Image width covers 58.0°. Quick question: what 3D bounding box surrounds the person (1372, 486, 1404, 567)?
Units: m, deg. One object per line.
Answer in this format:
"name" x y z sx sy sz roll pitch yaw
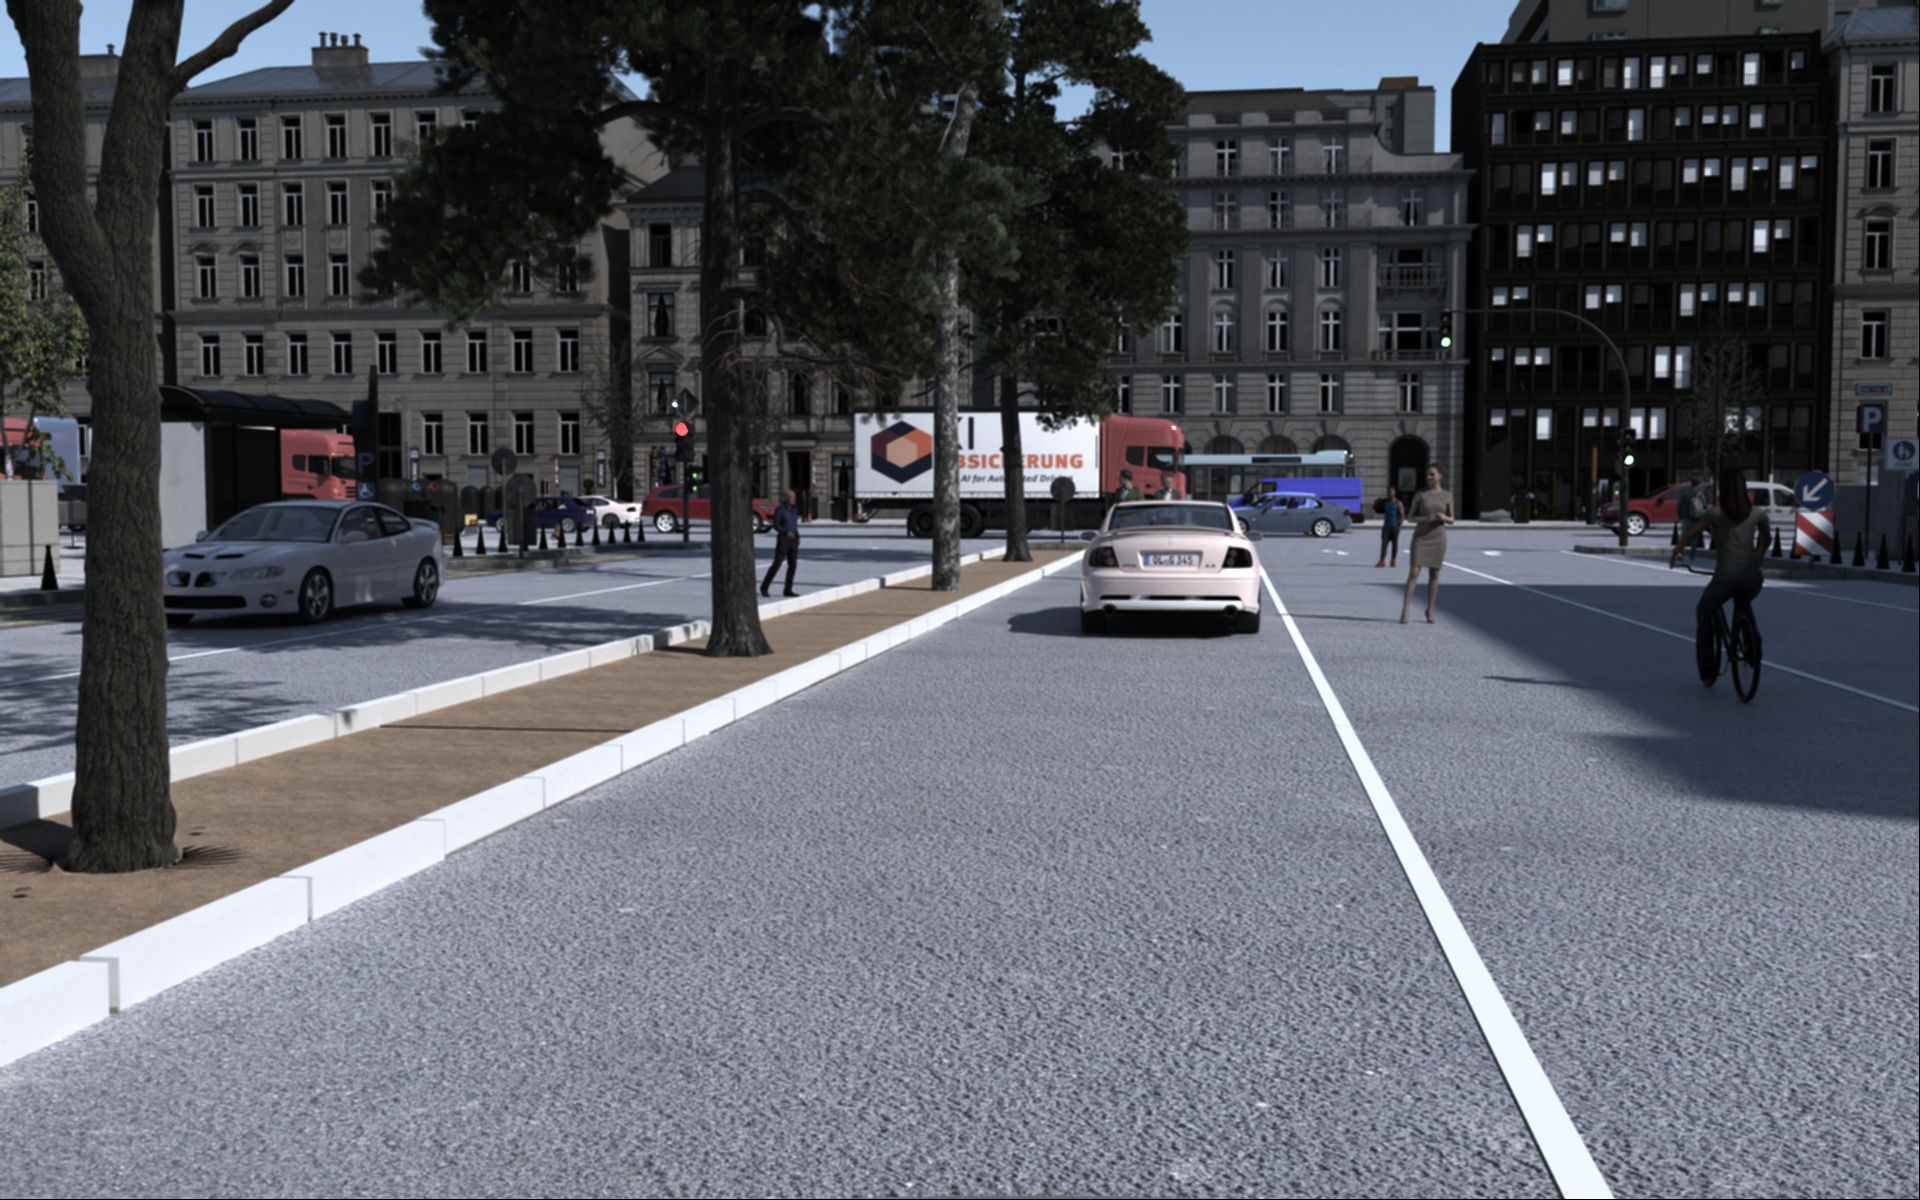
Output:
"person" 8.410 -1.453 34.123 0.647 1.594 0.662 2 4 26

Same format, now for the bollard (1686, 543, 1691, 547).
"bollard" 17.666 -1.590 42.043 0.229 0.601 0.229 0 3 0

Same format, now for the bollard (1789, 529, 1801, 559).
"bollard" 16.477 -1.107 34.140 0.229 0.601 0.229 0 3 0

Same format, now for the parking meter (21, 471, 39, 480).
"parking meter" -23.231 -2.302 43.357 0.399 1.863 0.255 -1 4 -17

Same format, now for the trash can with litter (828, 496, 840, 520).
"trash can with litter" -6.120 -4.516 85.216 0.624 1.170 1.055 0 4 5

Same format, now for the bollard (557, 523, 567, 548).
"bollard" -9.469 -1.537 41.176 0.229 0.601 0.229 0 3 0

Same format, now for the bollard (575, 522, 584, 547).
"bollard" -9.296 -1.606 42.299 0.229 0.601 0.229 0 3 0

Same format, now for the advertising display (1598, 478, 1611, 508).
"advertising display" 26.625 -4.058 71.567 0.123 1.923 0.974 0 4 -3

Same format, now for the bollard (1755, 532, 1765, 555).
"bollard" 16.812 -1.245 36.396 0.229 0.601 0.229 0 3 0

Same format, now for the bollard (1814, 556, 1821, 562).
"bollard" 16.300 -1.037 33.004 0.229 0.601 0.229 0 3 0

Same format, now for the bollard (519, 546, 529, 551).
"bollard" -9.807 -1.400 38.934 0.229 0.601 0.229 0 3 0

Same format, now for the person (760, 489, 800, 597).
"person" -2.427 -0.788 24.077 0.574 1.496 0.600 -2 4 -28

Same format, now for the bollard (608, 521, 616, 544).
"bollard" -8.962 -1.744 44.562 0.229 0.601 0.229 0 3 0

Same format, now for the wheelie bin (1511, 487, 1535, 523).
"wheelie bin" 24.612 -4.148 75.727 0.980 1.594 0.693 1 4 11

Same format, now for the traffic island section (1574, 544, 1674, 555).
"traffic island section" 16.243 -1.230 42.391 2.009 0.180 2.903 1 4 9

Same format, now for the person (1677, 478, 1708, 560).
"person" 15.813 -1.748 37.422 0.623 1.781 0.721 2 4 24

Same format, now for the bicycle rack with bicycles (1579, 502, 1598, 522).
"bicycle rack with bicycles" 29.263 -3.960 78.122 2.852 0.926 2.925 -1 4 -16

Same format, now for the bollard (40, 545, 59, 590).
"bollard" -12.194 -0.437 23.180 0.229 0.601 0.229 0 3 0

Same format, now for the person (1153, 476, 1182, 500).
"person" 3.982 -1.479 33.081 0.661 1.777 0.834 0 4 -3

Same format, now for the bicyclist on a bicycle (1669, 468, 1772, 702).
"bicyclist on a bicycle" 5.483 -0.144 12.376 1.499 1.676 1.625 1 4 10

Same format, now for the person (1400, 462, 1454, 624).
"person" 5.192 -0.635 19.219 0.599 1.781 0.374 0 4 6

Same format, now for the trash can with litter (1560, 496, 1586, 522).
"trash can with litter" 28.704 -4.298 81.323 2.233 1.210 1.678 -3 5 -42

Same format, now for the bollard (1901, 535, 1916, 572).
"bollard" 15.619 -0.761 28.490 0.229 0.601 0.229 0 3 0

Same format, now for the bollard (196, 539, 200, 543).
"bollard" -11.678 -0.644 26.564 0.229 0.601 0.229 0 3 0

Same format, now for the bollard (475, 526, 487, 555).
"bollard" -10.150 -1.262 36.678 0.229 0.601 0.229 0 3 0

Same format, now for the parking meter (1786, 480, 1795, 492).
"parking meter" 34.830 -4.088 72.551 0.399 1.863 0.255 1 4 18

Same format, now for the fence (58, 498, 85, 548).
"fence" -21.204 -1.767 40.096 0.480 1.192 2.264 0 4 6

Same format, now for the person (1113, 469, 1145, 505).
"person" 2.739 -1.234 28.582 0.656 1.842 0.836 0 4 1

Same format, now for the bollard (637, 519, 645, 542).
"bollard" -8.619 -1.881 46.803 0.229 0.601 0.229 0 3 0

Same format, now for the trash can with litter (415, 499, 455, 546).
"trash can with litter" -13.020 -1.926 42.871 0.624 1.170 1.055 3 4 38

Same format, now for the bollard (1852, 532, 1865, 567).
"bollard" 15.960 -0.899 30.745 0.229 0.601 0.229 0 3 0

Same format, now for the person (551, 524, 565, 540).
"person" -11.919 -1.980 51.342 0.381 0.543 0.357 0 4 -3

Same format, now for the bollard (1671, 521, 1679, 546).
"bollard" 17.834 -1.659 43.164 0.229 0.601 0.229 0 3 0

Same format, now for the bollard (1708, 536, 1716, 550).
"bollard" 17.326 -1.452 39.789 0.229 0.601 0.229 0 3 0

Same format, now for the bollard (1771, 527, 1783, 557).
"bollard" 16.644 -1.176 35.275 0.229 0.601 0.229 0 3 0

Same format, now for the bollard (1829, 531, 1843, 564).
"bollard" 16.130 -0.969 31.877 0.229 0.601 0.229 0 3 0

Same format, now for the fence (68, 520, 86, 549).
"fence" -20.242 -1.582 41.247 0.278 0.683 2.069 2 4 26

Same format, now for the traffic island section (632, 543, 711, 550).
"traffic island section" -7.281 -1.447 45.939 2.009 0.180 2.903 1 4 9

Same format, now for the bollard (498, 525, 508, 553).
"bollard" -9.982 -1.331 37.799 0.229 0.601 0.229 0 3 0

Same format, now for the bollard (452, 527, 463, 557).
"bollard" -10.315 -1.194 35.557 0.229 0.601 0.229 0 3 0

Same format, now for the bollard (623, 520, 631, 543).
"bollard" -8.787 -1.813 45.682 0.229 0.601 0.229 0 3 0

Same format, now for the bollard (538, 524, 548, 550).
"bollard" -9.640 -1.469 40.055 0.229 0.601 0.229 0 3 0

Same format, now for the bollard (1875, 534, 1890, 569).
"bollard" 15.789 -0.830 29.611 0.229 0.601 0.229 0 3 0

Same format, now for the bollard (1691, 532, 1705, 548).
"bollard" 17.496 -1.521 40.915 0.229 0.601 0.229 0 3 0

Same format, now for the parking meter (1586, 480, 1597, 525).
"parking meter" 26.497 -4.096 72.673 0.399 1.863 0.255 -3 5 -40

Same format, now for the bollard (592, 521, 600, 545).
"bollard" -9.129 -1.675 43.420 0.229 0.601 0.229 0 3 0
